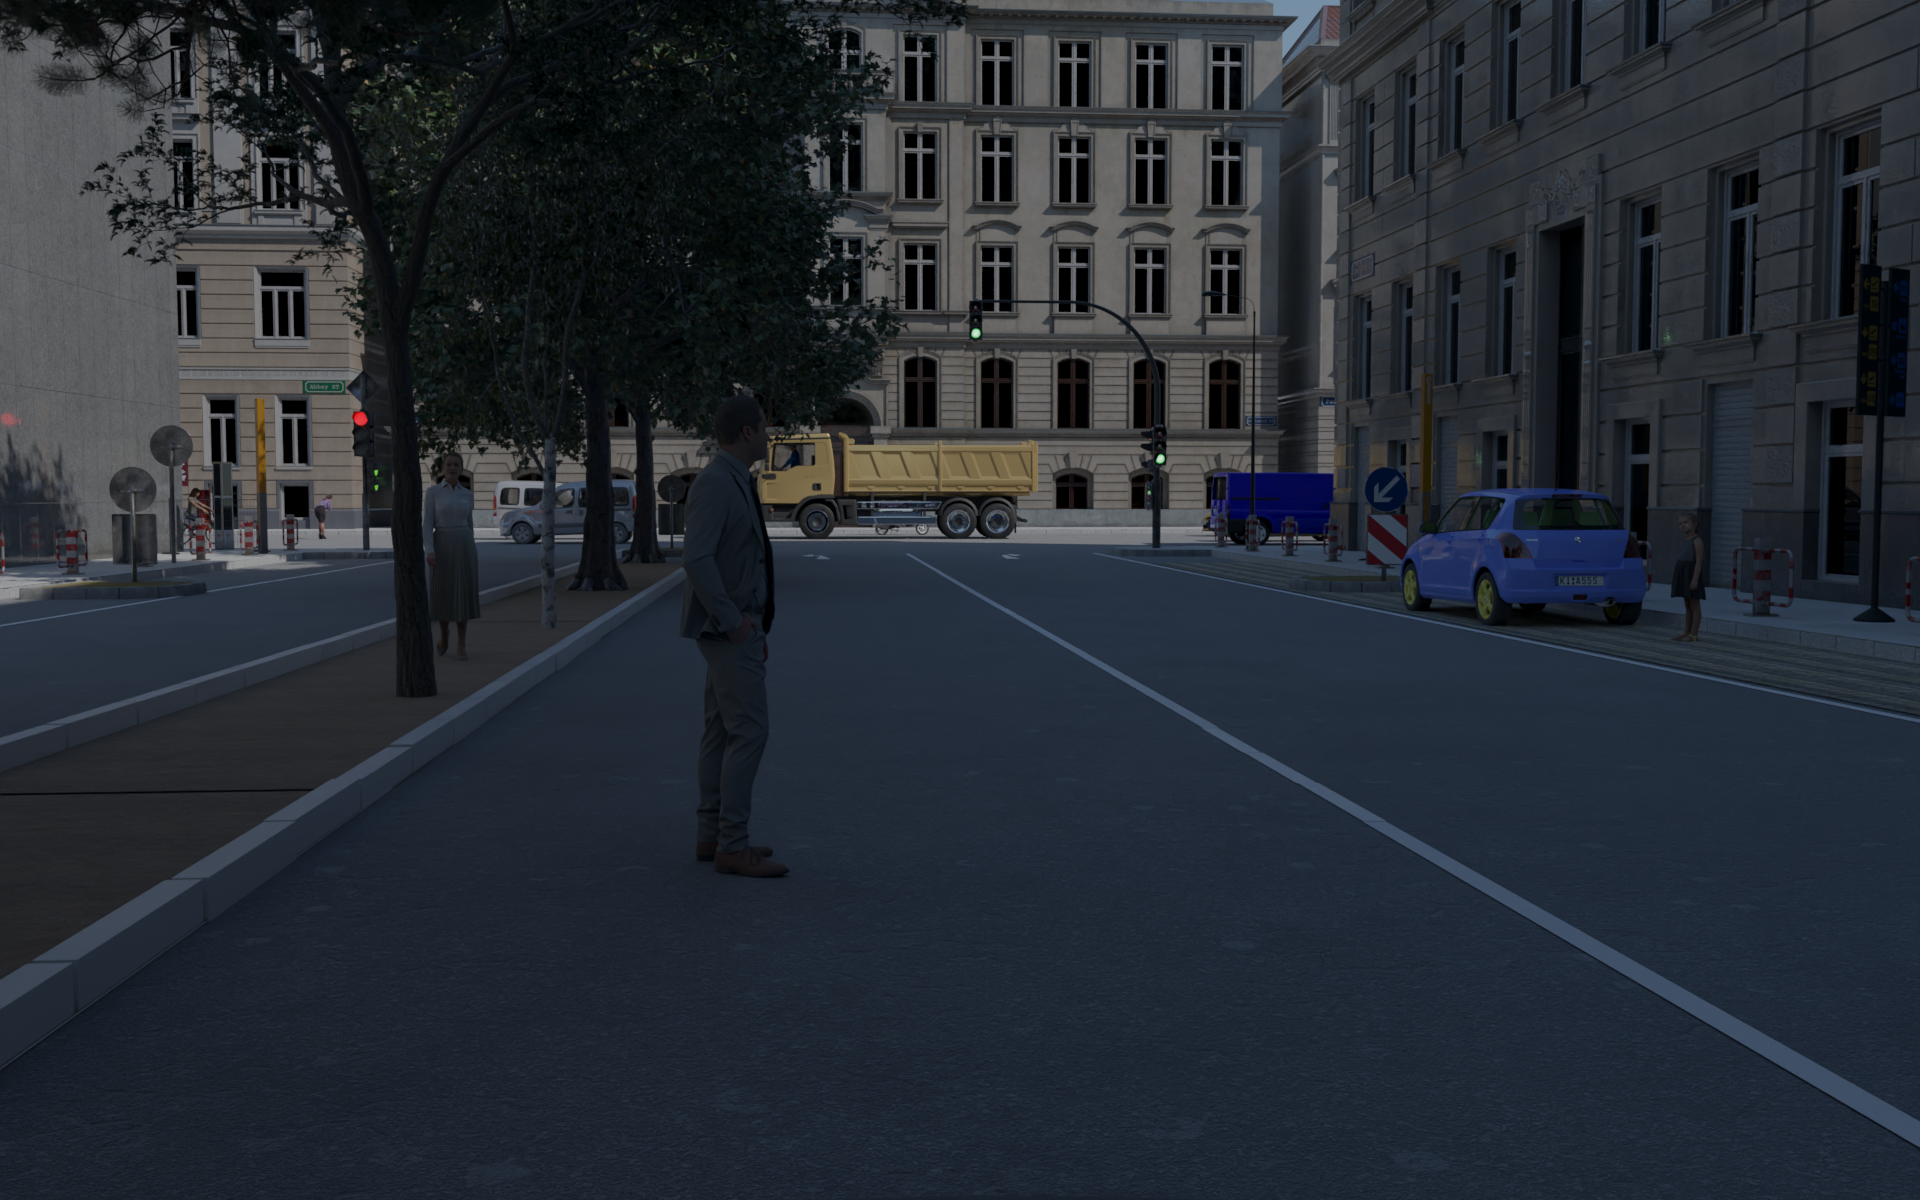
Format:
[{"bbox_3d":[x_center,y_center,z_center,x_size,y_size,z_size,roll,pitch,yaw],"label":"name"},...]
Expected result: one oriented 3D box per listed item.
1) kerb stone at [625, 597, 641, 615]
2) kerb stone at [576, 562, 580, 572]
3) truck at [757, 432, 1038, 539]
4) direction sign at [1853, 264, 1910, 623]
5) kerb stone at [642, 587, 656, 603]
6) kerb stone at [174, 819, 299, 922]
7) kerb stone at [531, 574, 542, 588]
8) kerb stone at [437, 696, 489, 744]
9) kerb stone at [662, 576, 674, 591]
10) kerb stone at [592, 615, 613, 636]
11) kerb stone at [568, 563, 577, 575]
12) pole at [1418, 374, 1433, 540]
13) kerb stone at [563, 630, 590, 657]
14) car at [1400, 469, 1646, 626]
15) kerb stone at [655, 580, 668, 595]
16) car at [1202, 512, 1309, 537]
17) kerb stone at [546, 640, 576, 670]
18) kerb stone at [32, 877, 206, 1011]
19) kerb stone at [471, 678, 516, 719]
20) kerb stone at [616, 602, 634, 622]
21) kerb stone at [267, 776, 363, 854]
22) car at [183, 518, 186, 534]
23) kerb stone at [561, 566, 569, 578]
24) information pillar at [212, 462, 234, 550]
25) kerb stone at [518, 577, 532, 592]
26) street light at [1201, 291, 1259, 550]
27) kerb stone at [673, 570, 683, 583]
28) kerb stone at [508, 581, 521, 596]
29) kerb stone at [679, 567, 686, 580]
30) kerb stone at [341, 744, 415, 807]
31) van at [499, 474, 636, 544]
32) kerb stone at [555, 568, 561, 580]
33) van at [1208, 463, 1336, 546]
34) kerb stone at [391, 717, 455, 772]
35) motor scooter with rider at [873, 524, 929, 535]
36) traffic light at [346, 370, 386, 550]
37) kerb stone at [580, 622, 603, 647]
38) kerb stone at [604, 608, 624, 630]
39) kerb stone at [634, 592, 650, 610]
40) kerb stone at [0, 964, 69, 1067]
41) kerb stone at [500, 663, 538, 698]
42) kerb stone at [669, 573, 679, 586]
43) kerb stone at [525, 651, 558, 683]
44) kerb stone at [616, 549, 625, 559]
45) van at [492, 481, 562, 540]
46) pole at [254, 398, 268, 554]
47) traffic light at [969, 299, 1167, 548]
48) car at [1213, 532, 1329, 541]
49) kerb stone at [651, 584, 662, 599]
[{"bbox_3d":[-3.932,0.097,20.620,0.120,0.150,1.000,0,4,-5],"label":"kerb stone"},{"bbox_3d":[-7.039,-0.581,31.687,0.120,0.150,1.000,0,4,-5],"label":"kerb stone"},{"bbox_3d":[-2.486,-3.669,55.915,9.791,3.379,3.469,0,4,-4],"label":"truck"},{"bbox_3d":[9.213,-1.551,17.348,0.876,3.537,0.379,-2,4,-33],"label":"direction sign"},{"bbox_3d":[-4.113,-0.029,22.668,0.120,0.150,1.000,0,4,-5],"label":"kerb stone"},{"bbox_3d":[-2.618,0.973,6.288,0.120,0.150,1.000,0,4,-5],"label":"kerb stone"},{"bbox_3d":[-6.573,-0.267,26.566,0.120,0.150,1.000,0,4,-5],"label":"kerb stone"},{"bbox_3d":[-2.995,0.723,10.391,0.120,0.150,1.000,0,4,-5],"label":"kerb stone"},{"bbox_3d":[-4.389,-0.216,25.730,0.120,0.150,1.000,0,4,-5],"label":"kerb stone"},{"bbox_3d":[-3.654,0.286,17.553,0.120,0.150,1.000,0,4,-5],"label":"kerb stone"},{"bbox_3d":[-6.947,-0.512,30.660,0.120,0.150,1.000,0,4,-5],"label":"kerb stone"},{"bbox_3d":[7.917,-2.178,29.458,0.158,3.312,0.155,0,3,0],"label":"pole"},{"bbox_3d":[-3.461,0.409,15.512,0.120,0.150,1.000,0,4,-5],"label":"kerb stone"},{"bbox_3d":[6.401,-0.642,20.087,1.945,1.707,3.694,0,4,-5],"label":"car"},{"bbox_3d":[-4.299,-0.152,24.709,0.120,0.150,1.000,0,4,-5],"label":"kerb stone"},{"bbox_3d":[10.248,-2.987,59.059,3.980,1.641,2.015,0,4,-6],"label":"car"},{"bbox_3d":[-3.362,0.471,14.490,0.120,0.150,1.000,0,4,-5],"label":"kerb stone"},{"bbox_3d":[-2.536,1.035,5.266,0.120,0.150,1.000,0,4,-5],"label":"kerb stone"},{"bbox_3d":[-3.089,0.660,11.411,0.120,0.150,1.000,0,4,-5],"label":"kerb stone"},{"bbox_3d":[-3.832,0.159,19.596,0.120,0.150,1.000,0,4,-5],"label":"kerb stone"},{"bbox_3d":[-2.722,0.911,7.308,0.120,0.150,1.000,0,4,-5],"label":"kerb stone"},{"bbox_3d":[-24.770,-2.319,50.494,3.894,1.354,1.945,0,4,-3],"label":"car"},{"bbox_3d":[-6.856,-0.453,29.639,0.120,0.150,1.000,0,4,-5],"label":"kerb stone"},{"bbox_3d":[-16.928,-2.159,39.798,0.304,2.012,0.304,2,4,29],"label":"information pillar"},{"bbox_3d":[-6.484,-0.205,25.545,0.120,0.150,1.000,0,4,-5],"label":"kerb stone"},{"bbox_3d":[6.214,-4.116,39.830,1.470,5.913,1.316,0,4,-5],"label":"street light"},{"bbox_3d":[-4.575,-0.341,27.771,0.120,0.150,1.000,0,4,-5],"label":"kerb stone"},{"bbox_3d":[-6.392,-0.138,24.525,0.120,0.150,1.000,0,4,-5],"label":"kerb stone"},{"bbox_3d":[-4.670,-0.404,28.805,0.120,0.150,1.000,0,4,-5],"label":"kerb stone"},{"bbox_3d":[-2.813,0.855,8.338,0.120,0.150,1.000,0,4,-5],"label":"kerb stone"},{"bbox_3d":[-11.259,-2.644,50.236,4.112,2.044,2.013,0,4,-4],"label":"van"},{"bbox_3d":[-6.761,-0.390,28.613,0.120,0.150,1.000,0,4,-5],"label":"kerb stone"},{"bbox_3d":[9.789,-2.736,49.115,5.245,2.365,2.240,0,4,-7],"label":"van"},{"bbox_3d":[-2.905,0.785,9.365,0.120,0.150,1.000,0,4,-5],"label":"kerb stone"},{"bbox_3d":[-2.076,-3.157,60.584,1.986,1.779,0.876,0,4,-6],"label":"motor scooter with rider"},{"bbox_3d":[-13.506,-3.084,39.344,0.839,4.253,0.868,0,4,-5],"label":"traffic light"},{"bbox_3d":[-3.552,0.347,16.533,0.120,0.150,1.000,0,4,-5],"label":"kerb stone"},{"bbox_3d":[-3.741,0.222,18.573,0.120,0.150,1.000,0,4,-5],"label":"kerb stone"},{"bbox_3d":[-4.015,0.035,21.642,0.120,0.150,1.000,0,4,-5],"label":"kerb stone"},{"bbox_3d":[-2.442,1.098,4.241,0.120,0.150,1.000,0,4,-5],"label":"kerb stone"},{"bbox_3d":[-3.185,0.597,12.431,0.120,0.150,1.000,0,4,-5],"label":"kerb stone"},{"bbox_3d":[-4.481,-0.275,26.751,0.120,0.150,1.000,0,4,-5],"label":"kerb stone"},{"bbox_3d":[-3.277,0.535,13.464,0.120,0.150,1.000,0,4,-5],"label":"kerb stone"},{"bbox_3d":[-7.774,-1.082,39.879,0.120,0.150,1.000,0,4,-5],"label":"kerb stone"},{"bbox_3d":[-12.718,-2.932,54.953,4.112,2.044,2.013,0,4,-6],"label":"van"},{"bbox_3d":[-14.955,-2.644,37.067,0.158,3.312,0.155,0,3,0],"label":"pole"},{"bbox_3d":[2.554,-4.037,40.670,4.771,5.953,1.251,0,4,-5],"label":"traffic light"},{"bbox_3d":[9.832,-2.619,52.615,4.222,1.686,2.009,0,4,-5],"label":"car"},{"bbox_3d":[-4.206,-0.088,23.689,0.120,0.150,1.000,0,4,-5],"label":"kerb stone"}]
